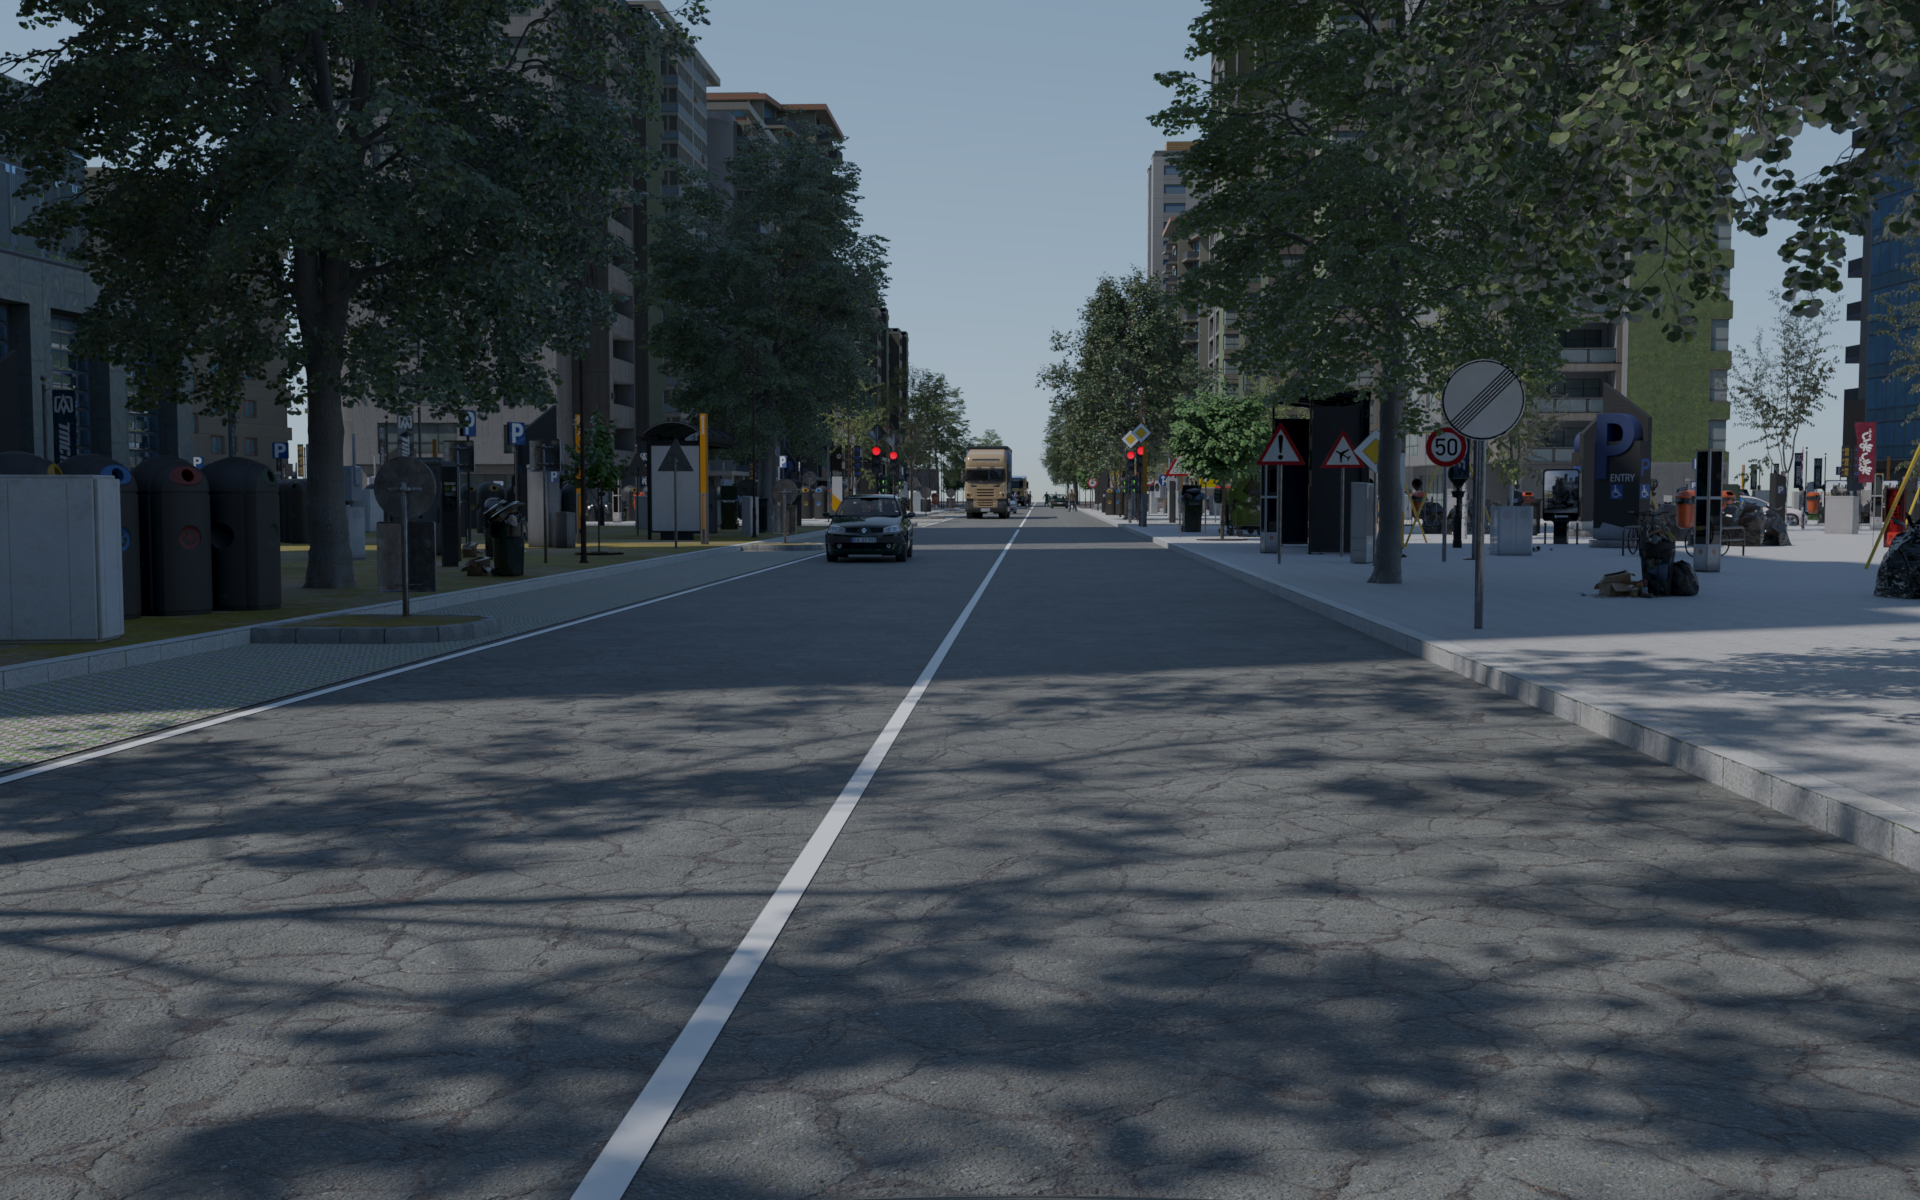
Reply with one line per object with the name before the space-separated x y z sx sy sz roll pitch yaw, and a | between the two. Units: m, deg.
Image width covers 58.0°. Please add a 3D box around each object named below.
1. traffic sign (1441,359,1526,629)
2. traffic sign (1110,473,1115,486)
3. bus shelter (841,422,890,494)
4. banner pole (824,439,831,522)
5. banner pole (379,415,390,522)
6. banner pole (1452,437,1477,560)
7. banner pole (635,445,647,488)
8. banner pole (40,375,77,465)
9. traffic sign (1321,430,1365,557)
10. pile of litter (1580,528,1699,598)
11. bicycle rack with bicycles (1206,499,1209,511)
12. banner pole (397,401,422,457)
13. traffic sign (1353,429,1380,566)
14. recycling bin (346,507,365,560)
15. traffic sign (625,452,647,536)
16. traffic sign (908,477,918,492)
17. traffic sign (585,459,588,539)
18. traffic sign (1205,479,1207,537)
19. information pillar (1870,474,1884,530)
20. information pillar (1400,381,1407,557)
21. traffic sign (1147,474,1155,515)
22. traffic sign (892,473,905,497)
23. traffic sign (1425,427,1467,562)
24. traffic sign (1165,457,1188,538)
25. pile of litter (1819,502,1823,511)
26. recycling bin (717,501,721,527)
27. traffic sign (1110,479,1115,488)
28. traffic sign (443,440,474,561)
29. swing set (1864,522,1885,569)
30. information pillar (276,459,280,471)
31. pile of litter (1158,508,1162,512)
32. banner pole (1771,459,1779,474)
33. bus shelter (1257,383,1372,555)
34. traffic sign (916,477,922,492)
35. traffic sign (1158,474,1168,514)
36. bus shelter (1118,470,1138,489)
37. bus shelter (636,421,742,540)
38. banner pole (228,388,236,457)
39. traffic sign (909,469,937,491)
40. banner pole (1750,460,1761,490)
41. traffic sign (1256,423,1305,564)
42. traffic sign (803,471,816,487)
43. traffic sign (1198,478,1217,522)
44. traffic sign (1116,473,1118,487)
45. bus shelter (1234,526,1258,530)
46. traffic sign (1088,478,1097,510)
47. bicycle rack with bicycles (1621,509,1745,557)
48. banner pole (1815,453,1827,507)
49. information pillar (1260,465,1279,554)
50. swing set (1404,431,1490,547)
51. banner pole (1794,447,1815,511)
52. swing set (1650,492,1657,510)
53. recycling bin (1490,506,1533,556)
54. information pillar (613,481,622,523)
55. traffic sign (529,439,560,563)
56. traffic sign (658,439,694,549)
traffic sign | 4.941 -0.998 16.429 0.768 2.556 0.104 1 4 12
traffic sign | 13.413 -9.625 151.249 2.265 3.308 0.079 0 4 3
bus shelter | -5.365 -7.421 98.972 2.179 5.291 8.768 0 4 3
banner pole | -6.021 -5.472 79.485 0.401 3.779 0.863 0 3 0
banner pole | -18.130 -3.949 54.582 0.401 3.779 0.863 0 4 4
banner pole | 9.936 -2.686 33.932 0.401 3.779 0.863 -2 4 -24
banner pole | -16.141 -5.973 87.681 0.863 3.779 0.401 -1 4 -10
banner pole | -19.036 -2.845 36.537 0.863 3.779 0.401 -1 4 -8
traffic sign | 7.804 -2.162 35.355 0.884 2.594 0.081 0 4 5
pile of litter | 8.594 -0.486 21.905 1.719 0.858 1.176 -1 4 -11
bicycle rack with bicycles | 18.273 -6.499 119.639 2.852 0.926 2.925 -1 4 -16
banner pole | -14.495 -3.413 45.814 0.863 3.779 0.401 -3 5 -41
traffic sign | 7.366 -1.808 30.754 0.795 2.450 0.064 0 4 5
recycling bin | -12.190 -1.315 34.048 0.722 1.027 0.722 3 5 44
traffic sign | -9.897 -3.250 53.140 0.884 2.594 0.081 1 4 11
traffic sign | -3.486 -7.864 128.678 0.768 2.556 0.104 1 4 11
traffic sign | -10.746 -3.025 49.560 0.768 2.556 0.104 1 4 12
traffic sign | 7.373 -3.108 51.998 0.795 2.450 0.064 1 4 10
information pillar | 32.950 -3.533 62.258 0.304 2.012 0.304 0 4 5
information pillar | 8.781 -2.667 34.966 0.504 3.616 0.183 -1 4 -22
traffic sign | 11.787 -6.592 107.893 0.768 2.556 0.104 0 4 6
traffic sign | -3.731 -6.387 104.540 0.768 2.556 0.104 0 4 7
traffic sign | 9.189 -2.000 32.798 0.768 2.556 0.104 1 4 9
traffic sign | 6.492 -3.124 51.079 0.884 2.594 0.081 1 4 11
pile of litter | 58.327 -6.326 117.396 1.176 0.858 1.719 -1 4 -15
recycling bin | -9.132 -3.377 67.774 0.722 1.027 0.722 0 3 0
traffic sign | 12.909 -9.094 148.694 0.884 2.594 0.081 0 4 5
traffic sign | -9.538 -1.887 32.977 0.606 2.300 0.079 0 4 5
swing set | 17.488 -1.915 28.925 3.119 2.851 2.862 -1 4 -23
information pillar | -39.840 -6.728 101.354 0.183 3.616 0.504 0 4 5
pile of litter | 13.999 -6.829 125.627 1.719 0.858 1.176 -2 4 -28
banner pole | 58.348 -8.204 124.147 0.401 3.779 0.863 -2 4 -27
bus shelter | 8.062 -2.967 39.786 1.731 3.624 6.357 0 4 3
traffic sign | -3.360 -8.182 133.777 0.884 2.594 0.081 1 4 8
traffic sign | 13.082 -6.786 111.060 0.768 2.556 0.104 1 4 10
bus shelter | 13.689 -9.911 139.680 2.179 5.291 8.768 0 4 3
bus shelter | -7.838 -3.472 50.687 2.014 3.302 5.546 0 4 3
banner pole | -14.582 -2.735 34.730 0.401 3.779 0.863 -2 4 -31
traffic sign | -3.018 -8.956 140.311 2.265 3.308 0.079 1 4 9
banner pole | 58.165 -8.352 126.568 0.863 3.779 0.401 3 4 39
traffic sign | 5.863 -1.940 31.728 0.884 2.594 0.081 1 4 9
traffic sign | -8.416 -5.923 96.939 0.768 2.556 0.104 0 4 4
traffic sign | 11.868 -5.153 78.120 2.265 3.308 0.079 1 4 10
traffic sign | 14.034 -9.209 144.444 2.265 3.308 0.079 0 4 4
bus shelter | 10.272 -4.016 59.581 2.014 3.302 5.546 0 4 3
traffic sign | 10.451 -8.352 136.666 0.768 2.556 0.104 1 4 11
bicycle rack with bicycles | 14.810 -1.379 35.922 2.925 0.926 2.852 -3 5 -43
banner pole | 52.515 -7.075 105.686 0.863 3.779 0.401 1 4 22
information pillar | 6.683 -2.013 37.410 0.304 2.012 0.304 -1 4 -11
swing set | 11.533 -2.801 43.410 2.862 2.851 3.119 -1 4 -22
banner pole | 44.706 -6.239 92.017 0.401 3.779 0.863 -3 5 -43
swing set | 24.047 -4.051 63.851 2.862 2.851 3.119 0 4 -6
recycling bin | 11.589 -1.460 36.417 0.722 1.027 0.722 0 4 3
information pillar | -15.368 -4.470 77.582 0.304 2.012 0.304 1 4 10
traffic sign | -7.703 -1.836 32.149 0.606 2.300 0.079 1 4 10
traffic sign | -6.678 -2.487 40.669 0.884 2.594 0.081 1 4 10
